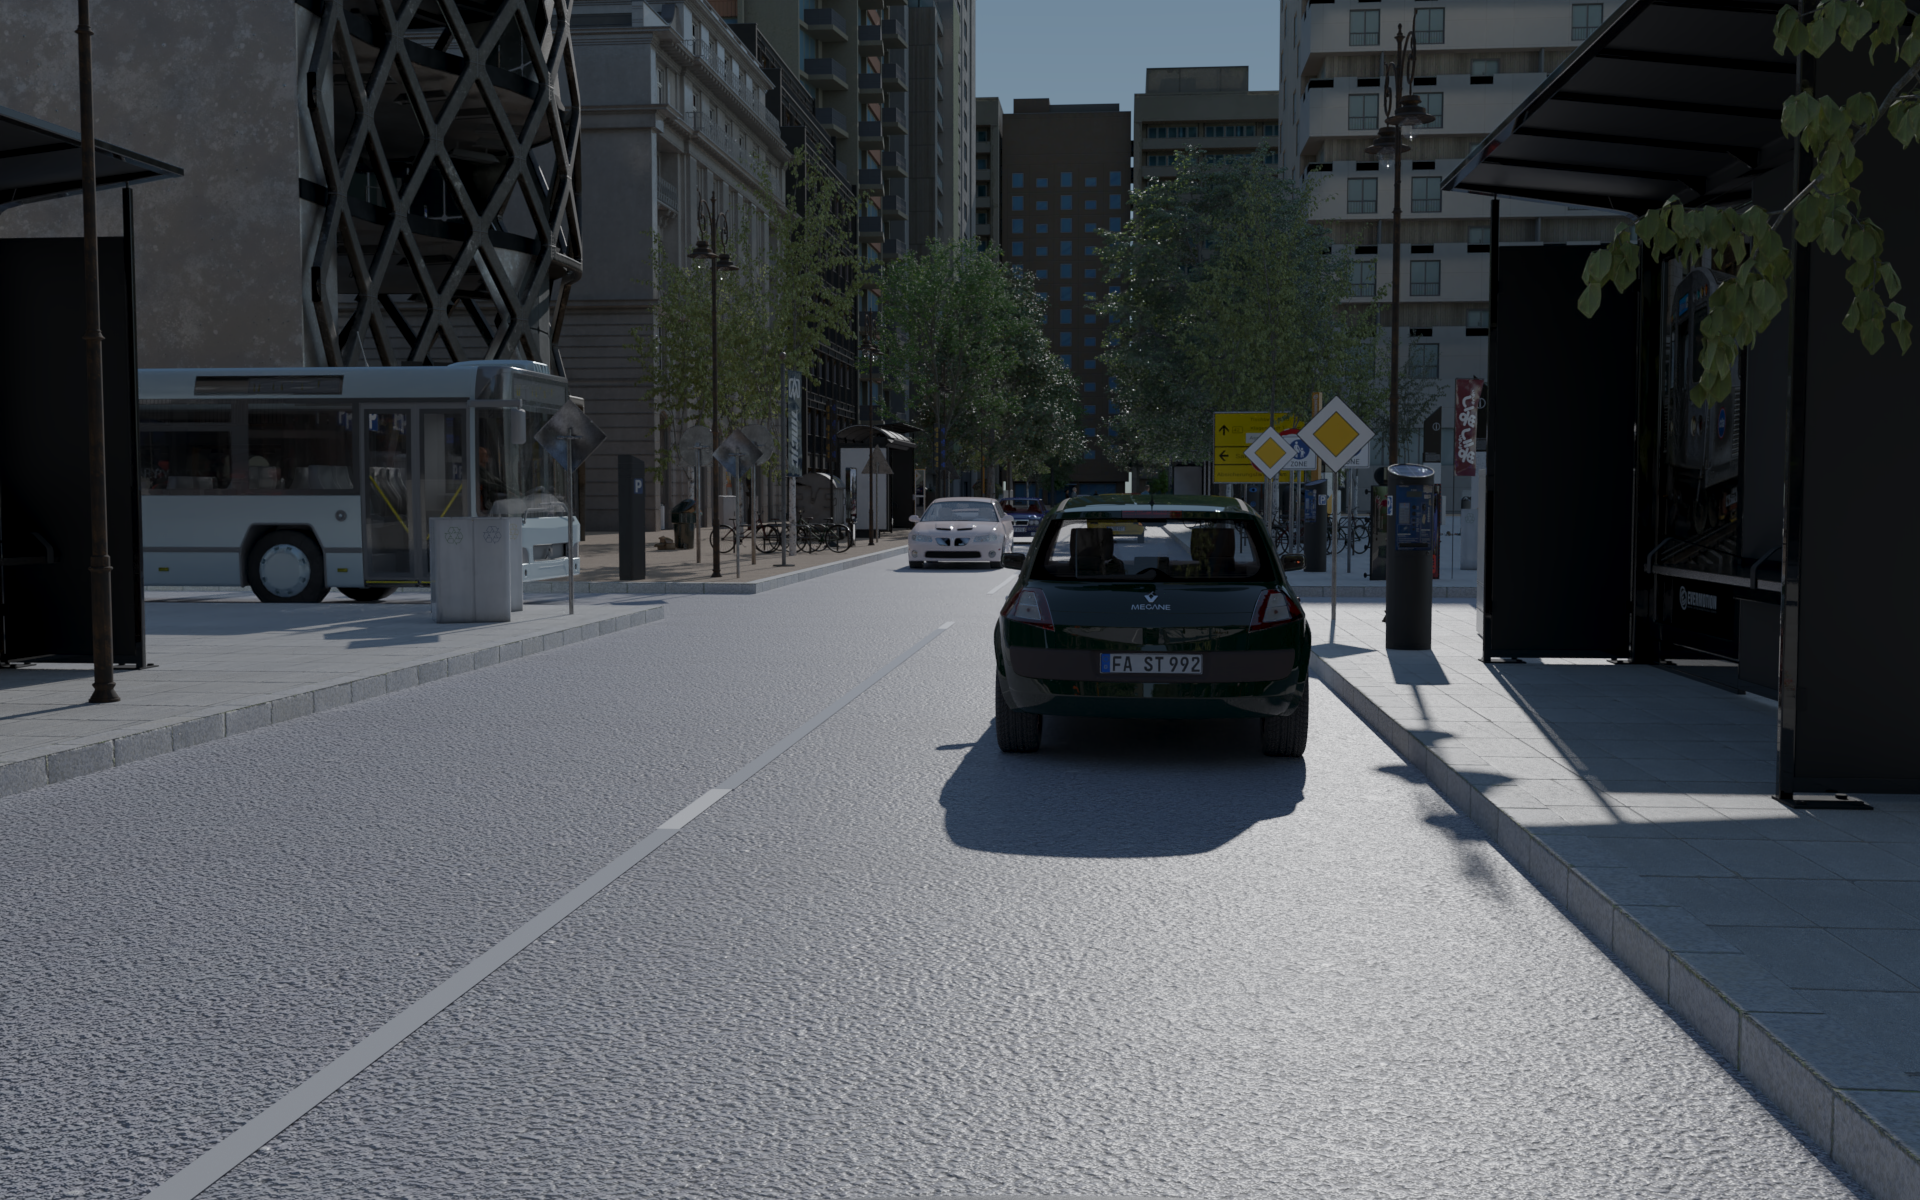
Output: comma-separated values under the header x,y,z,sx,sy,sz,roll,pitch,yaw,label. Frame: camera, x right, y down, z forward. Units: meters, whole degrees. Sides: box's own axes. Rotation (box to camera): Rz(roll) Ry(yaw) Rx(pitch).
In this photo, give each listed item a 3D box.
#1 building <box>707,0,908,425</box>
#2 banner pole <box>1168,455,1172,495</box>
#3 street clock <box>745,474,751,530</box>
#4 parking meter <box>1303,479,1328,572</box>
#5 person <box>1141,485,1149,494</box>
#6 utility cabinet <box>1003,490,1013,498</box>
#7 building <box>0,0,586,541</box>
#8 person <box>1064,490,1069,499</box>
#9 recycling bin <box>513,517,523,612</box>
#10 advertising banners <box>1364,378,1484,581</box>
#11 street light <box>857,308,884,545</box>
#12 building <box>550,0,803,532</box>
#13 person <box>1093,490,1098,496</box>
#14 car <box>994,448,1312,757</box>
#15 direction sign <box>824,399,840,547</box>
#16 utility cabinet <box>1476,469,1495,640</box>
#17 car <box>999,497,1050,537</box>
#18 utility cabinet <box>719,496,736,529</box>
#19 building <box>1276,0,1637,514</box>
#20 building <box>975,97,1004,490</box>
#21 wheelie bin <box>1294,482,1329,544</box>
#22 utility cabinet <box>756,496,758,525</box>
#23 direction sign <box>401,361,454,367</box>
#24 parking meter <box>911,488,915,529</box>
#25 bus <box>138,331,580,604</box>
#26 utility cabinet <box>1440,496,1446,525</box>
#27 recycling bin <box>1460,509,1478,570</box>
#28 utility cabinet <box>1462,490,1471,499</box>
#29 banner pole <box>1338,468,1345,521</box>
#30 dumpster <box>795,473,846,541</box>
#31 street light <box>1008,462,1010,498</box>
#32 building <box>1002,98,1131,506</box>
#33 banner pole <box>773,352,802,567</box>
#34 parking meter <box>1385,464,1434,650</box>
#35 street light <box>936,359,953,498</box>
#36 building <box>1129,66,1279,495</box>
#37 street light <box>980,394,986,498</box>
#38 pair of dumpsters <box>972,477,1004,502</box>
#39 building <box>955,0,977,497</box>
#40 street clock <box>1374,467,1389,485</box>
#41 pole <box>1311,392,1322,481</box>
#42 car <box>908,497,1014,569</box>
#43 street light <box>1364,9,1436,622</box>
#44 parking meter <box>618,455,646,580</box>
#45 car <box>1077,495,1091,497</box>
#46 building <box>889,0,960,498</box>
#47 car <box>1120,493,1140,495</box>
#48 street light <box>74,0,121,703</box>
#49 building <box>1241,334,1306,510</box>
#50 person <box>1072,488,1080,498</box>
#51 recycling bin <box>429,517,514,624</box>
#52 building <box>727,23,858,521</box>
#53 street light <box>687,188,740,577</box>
x,y,z,sx,sy,sz,roll,pitch,yaw,label
-15.398,-28.272,116.868,22.147,44.769,28.867,0,4,5,building
11.085,-6.197,91.334,0.401,3.779,0.863,0,4,-8,banner pole
-7.395,-3.454,61.035,0.358,2.002,0.471,0,4,0,street clock
5.860,-1.232,28.551,0.372,1.533,0.369,0,3,0,parking meter
7.357,-3.673,68.897,0.444,1.785,0.601,-2,4,-31,person
2.651,-5.631,100.753,0.318,1.500,1.173,2,4,32,utility cabinet
-18.459,-10.763,43.427,16.820,18.784,16.811,0,4,5,building
7.290,-6.559,116.563,0.721,1.723,1.217,1,4,8,person
-5.264,-0.386,18.858,0.722,1.027,0.722,2,4,28,recycling bin
6.971,-1.820,25.941,2.074,3.025,0.090,-1,4,-21,advertising banners
-2.217,-4.301,43.109,0.468,5.910,1.993,0,4,5,street light
-15.086,-13.971,70.231,13.314,21.916,24.055,0,4,5,building
12.182,-8.906,154.638,1.217,1.766,0.721,2,4,24,person
1.208,-0.069,10.910,2.009,1.686,4.222,0,4,6,car
-3.109,-3.052,41.904,0.379,3.537,0.876,-1,4,-20,direction sign
4.788,-0.406,15.320,0.318,1.500,1.173,1,4,12,utility cabinet
1.750,-2.333,50.725,1.945,1.354,3.894,0,4,6,car
-8.597,-3.253,64.341,0.306,1.237,1.020,2,4,29,utility cabinet
37.235,-32.629,122.718,28.713,52.752,27.495,0,4,5,building
-5.201,-35.479,203.776,21.600,48.544,21.300,0,4,5,building
9.086,-2.258,44.826,0.980,1.594,0.693,2,4,35,wheelie bin
-7.527,-3.188,63.289,0.306,1.237,1.020,0,4,-6,utility cabinet
-9.099,-2.307,29.718,0.876,3.537,0.379,-2,4,-24,direction sign
-2.011,-3.577,66.890,0.372,1.533,0.369,0,3,0,parking meter
-10.877,-1.688,22.462,13.247,3.499,2.948,0,4,6,bus
19.611,-3.703,71.703,0.306,1.237,1.020,-3,4,-38,utility cabinet
8.963,-1.028,29.363,0.722,1.027,0.722,3,5,40,recycling bin
28.450,-5.343,96.032,1.173,1.500,0.318,1,4,19,utility cabinet
18.218,-5.683,82.927,0.401,3.779,0.863,3,5,44,banner pole
-3.886,-2.570,47.785,1.264,1.857,1.865,0,4,5,dumpster
2.650,-7.375,93.376,0.468,5.910,1.993,0,4,5,street light
12.404,-33.575,199.062,14.200,45.320,14.600,0,4,5,building
-3.025,-2.498,30.860,0.401,3.779,0.863,2,4,26,banner pole
3.725,-0.363,14.345,0.372,1.533,0.369,0,3,0,parking meter
-0.535,-5.312,59.635,0.468,5.910,1.993,0,4,5,street light
30.503,-35.260,200.196,21.600,48.544,21.300,0,4,5,building
0.973,-6.365,76.850,0.468,5.910,1.993,0,4,5,street light
1.490,-5.618,94.342,1.574,2.255,4.437,0,4,5,pair of dumpsters
-9.524,-44.076,158.888,20.611,71.187,20.563,0,4,5,building
11.248,-2.534,46.007,0.471,2.002,0.358,0,4,-6,street clock
7.155,-2.505,34.794,0.158,3.312,0.155,0,3,0,pole
0.072,-1.377,34.879,2.083,1.381,4.827,0,4,5,car
4.320,-2.715,17.186,0.468,5.910,1.993,0,4,5,street light
-4.900,-1.234,25.880,0.255,1.863,0.399,2,4,24,parking meter
9.829,-7.706,138.355,2.083,1.381,4.827,0,4,3,car
-7.672,-27.836,138.705,14.154,41.232,14.086,0,4,5,building
8.243,-4.587,84.031,2.155,1.783,4.494,0,4,5,car
-5.288,-2.308,10.526,0.468,5.910,1.993,0,4,5,street light
39.118,-18.760,151.764,27.650,21.520,28.899,0,4,5,building
6.654,-5.546,99.349,0.590,1.801,0.661,1,4,11,person
-4.961,-0.305,17.545,0.722,1.027,0.722,-1,4,-21,recycling bin
-12.658,-15.937,90.251,12.332,23.373,15.834,0,4,5,building
-3.759,-3.289,26.571,0.468,5.910,1.993,0,4,5,street light
